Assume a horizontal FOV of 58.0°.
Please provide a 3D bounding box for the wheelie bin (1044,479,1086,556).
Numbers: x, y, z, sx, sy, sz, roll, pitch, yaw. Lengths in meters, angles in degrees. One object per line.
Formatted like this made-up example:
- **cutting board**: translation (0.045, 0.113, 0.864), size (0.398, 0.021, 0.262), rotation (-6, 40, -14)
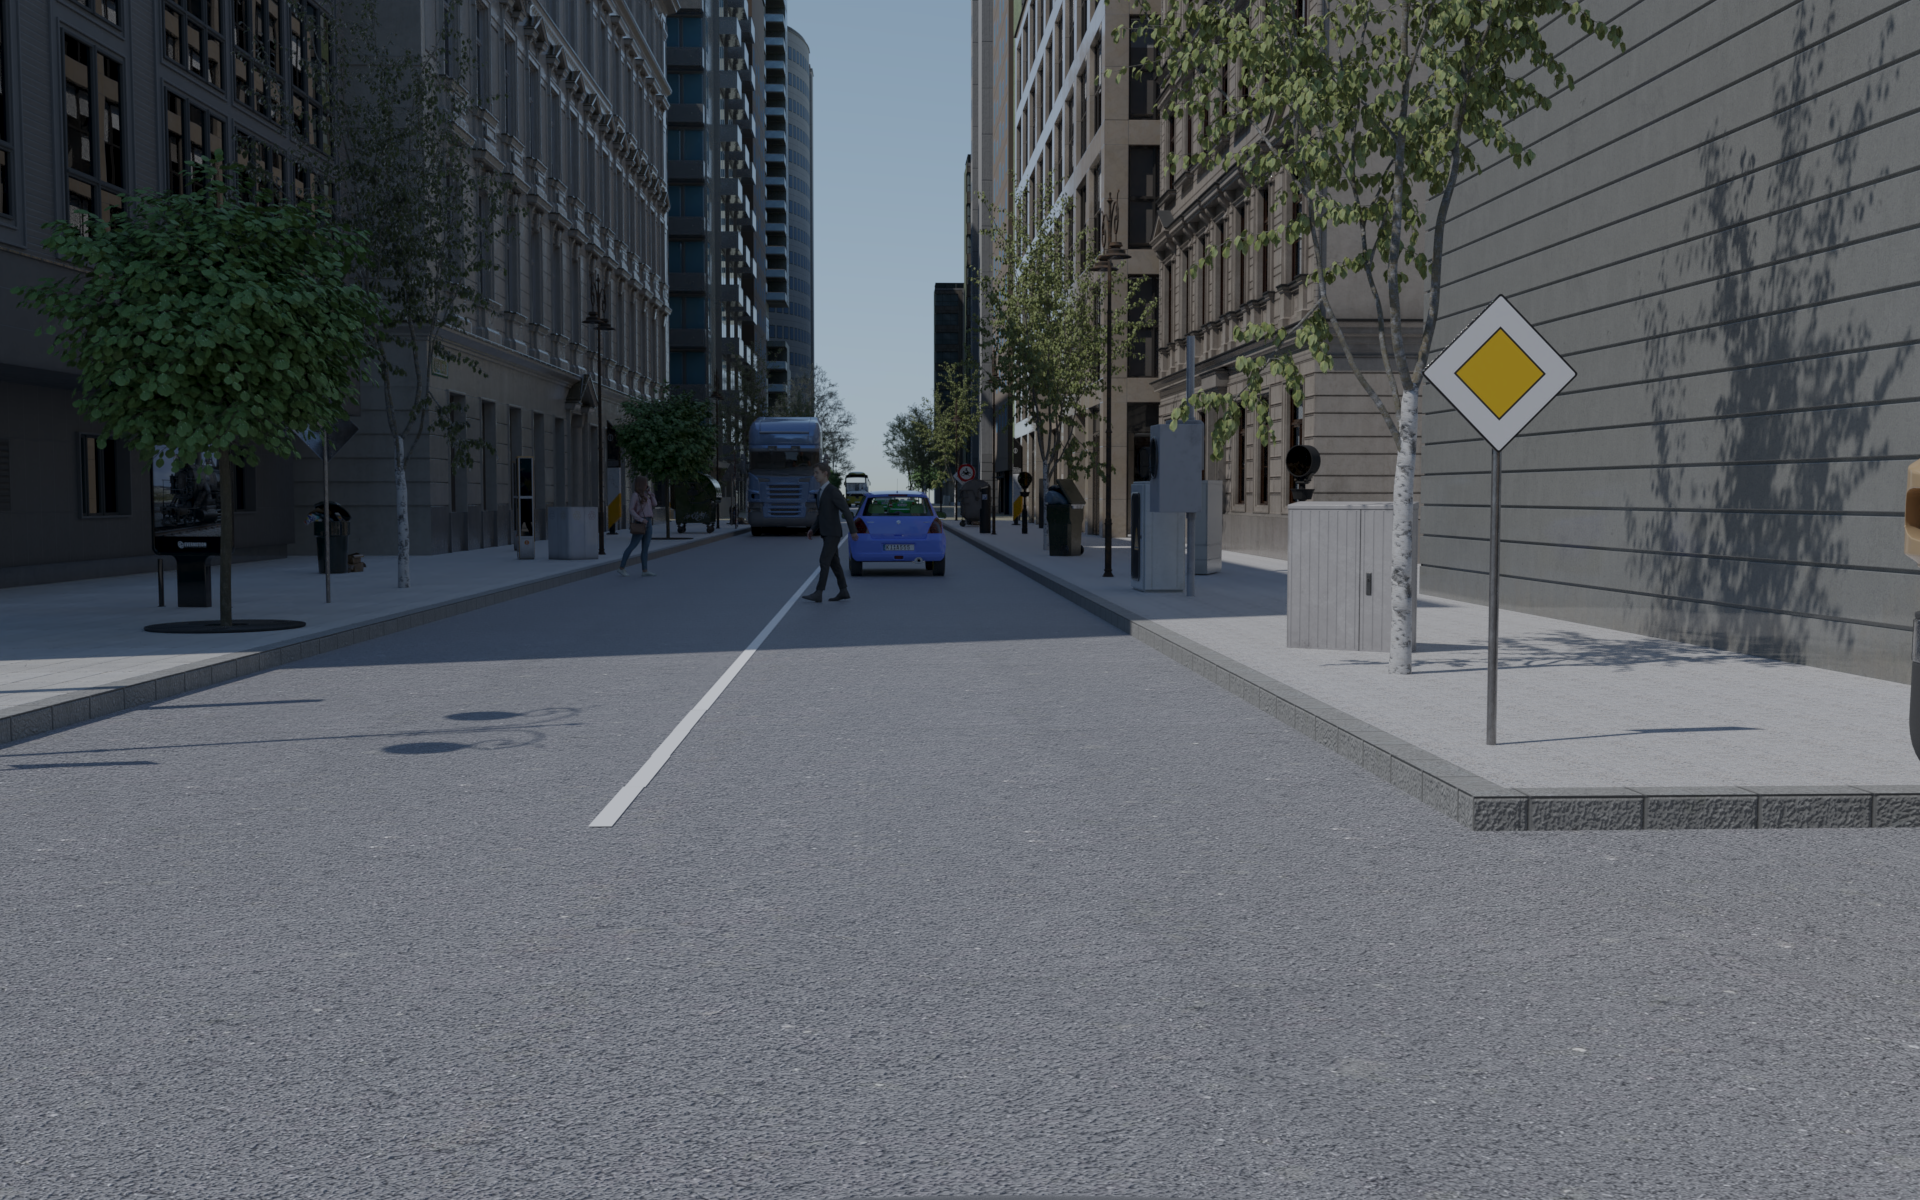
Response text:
- **wheelie bin**: translation (2.153, -1.714, 35.940), size (0.693, 1.594, 0.980), rotation (2, 4, 33)

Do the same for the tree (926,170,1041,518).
- **tree**: translation (2.103, -5.439, 39.294), size (4.737, 8.622, 4.395), rotation (0, 3, 0)

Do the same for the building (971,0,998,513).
- **building**: translation (11.293, -35.868, 128.443), size (21.231, 58.520, 28.212), rotation (0, 4, -3)

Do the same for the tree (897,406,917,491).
- **tree**: translation (-0.431, -8.750, 93.422), size (4.737, 8.622, 4.395), rotation (0, 3, 0)

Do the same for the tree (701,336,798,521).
- **tree**: translation (-9.978, -7.969, 80.654), size (4.360, 8.622, 3.978), rotation (0, 3, 0)

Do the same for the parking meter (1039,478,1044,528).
- **parking meter**: translation (3.079, -3.618, 64.865), size (0.255, 1.863, 0.399), rotation (0, 4, 3)

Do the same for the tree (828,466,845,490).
- **tree**: translation (-15.215, -13.507, 204.547), size (4.285, 4.588, 4.351), rotation (0, 3, 0)

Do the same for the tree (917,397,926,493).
- **tree**: translation (2.173, -5.795, 45.111), size (4.737, 8.622, 4.395), rotation (0, 3, 0)

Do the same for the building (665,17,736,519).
- **building**: translation (-29.019, -24.619, 94.395), size (32.217, 40.220, 23.993), rotation (0, 4, -3)

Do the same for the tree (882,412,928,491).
- **tree**: translation (-6.402, -18.025, 220.461), size (9.928, 11.665, 9.643), rotation (0, 3, 0)

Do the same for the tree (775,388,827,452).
- **tree**: translation (-11.668, -10.417, 120.672), size (4.737, 8.622, 4.395), rotation (0, 3, 0)

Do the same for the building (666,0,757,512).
- **building**: translation (-26.070, -30.694, 121.456), size (23.786, 49.044, 30.456), rotation (0, 4, -3)

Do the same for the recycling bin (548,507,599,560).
- **recycling bin**: translation (-7.601, -1.314, 34.031), size (0.722, 1.027, 0.722), rotation (3, 5, 41)

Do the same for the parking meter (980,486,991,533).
- **parking meter**: translation (0.823, -2.944, 56.547), size (0.372, 1.533, 0.369), rotation (0, 3, 0)

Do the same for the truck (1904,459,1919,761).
- **truck**: translation (8.248, -0.986, 5.031), size (11.283, 4.237, 2.839), rotation (0, 4, -1)

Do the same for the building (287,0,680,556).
- **building**: translation (-19.838, -17.113, 56.210), size (17.030, 29.872, 44.131), rotation (0, 4, -3)

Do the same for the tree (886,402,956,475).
- **tree**: translation (-4.033, -14.786, 176.165), size (7.601, 10.594, 8.767), rotation (-1, 4, -20)

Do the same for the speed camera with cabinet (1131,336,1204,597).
- **speed camera with cabinet**: translation (2.655, -1.719, 22.439), size (0.660, 3.252, 2.038), rotation (0, 4, -4)

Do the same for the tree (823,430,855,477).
- **tree**: translation (-17.840, -18.567, 237.976), size (7.601, 10.594, 8.767), rotation (-3, 5, -44)

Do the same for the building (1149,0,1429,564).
- **building**: translation (10.657, -10.749, 40.371), size (10.561, 19.102, 19.286), rotation (0, 4, -3)

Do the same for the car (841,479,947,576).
- **car**: translation (-1.189, -1.345, 31.586), size (1.945, 1.707, 3.694), rotation (0, 4, -4)

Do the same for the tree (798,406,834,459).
- **tree**: translation (-12.835, -11.933, 145.472), size (4.360, 8.622, 3.978), rotation (0, 3, 0)

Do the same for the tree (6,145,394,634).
- **tree**: translation (-7.086, -1.999, 16.402), size (4.285, 4.588, 4.351), rotation (0, 3, 0)

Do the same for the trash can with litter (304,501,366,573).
- **trash can with litter**: translation (-10.163, -1.031, 28.245), size (0.624, 1.170, 1.055), rotation (0, 4, 7)

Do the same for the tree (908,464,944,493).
- **tree**: translation (-3.285, -11.227, 167.279), size (4.285, 4.588, 4.351), rotation (0, 3, 0)

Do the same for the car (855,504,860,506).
- **car**: translation (-11.483, -11.852, 203.558), size (2.009, 1.686, 4.222), rotation (0, 4, -4)

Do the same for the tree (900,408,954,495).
- **tree**: translation (-2.777, -11.971, 146.085), size (4.360, 8.622, 3.978), rotation (0, 3, 0)

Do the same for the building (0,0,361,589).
- **building**: translation (-18.275, -13.962, 21.789), size (14.314, 27.812, 24.014), rotation (0, 4, -3)

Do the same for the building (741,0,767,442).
- **building**: translation (-23.570, -30.207, 143.988), size (14.600, 45.320, 14.200), rotation (0, 4, -3)

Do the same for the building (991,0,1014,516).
- **building**: translation (9.374, -27.979, 107.574), size (14.600, 45.320, 14.200), rotation (0, 4, -3)

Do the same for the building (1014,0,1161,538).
- **building**: translation (13.006, -16.070, 67.262), size (19.350, 26.468, 34.151), rotation (0, 4, -3)

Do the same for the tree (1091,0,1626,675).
- **tree**: translation (3.085, -3.790, 12.336), size (4.737, 8.622, 4.395), rotation (0, 3, 0)

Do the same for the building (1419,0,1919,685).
- **building**: translation (20.859, -14.618, 16.494), size (29.804, 29.767, 11.434), rotation (0, 4, -3)

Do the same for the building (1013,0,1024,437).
- **building**: translation (9.766, -25.076, 93.586), size (14.154, 41.232, 14.086), rotation (0, 4, -3)

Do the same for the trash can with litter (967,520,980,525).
- **trash can with litter**: translation (0.620, -3.658, 71.198), size (0.624, 1.170, 1.055), rotation (-1, 4, -19)

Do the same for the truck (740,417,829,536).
- **truck**: translation (-6.317, -4.689, 66.423), size (2.967, 4.110, 18.799), rotation (0, 4, -3)

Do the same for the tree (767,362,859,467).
- **tree**: translation (-14.038, -15.251, 159.722), size (12.009, 13.543, 11.850), rotation (0, 3, 0)

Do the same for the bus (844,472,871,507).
- **bus**: translation (-11.530, -12.312, 192.855), size (2.896, 3.916, 12.252), rotation (0, 4, -4)

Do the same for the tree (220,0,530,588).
- **tree**: translation (-7.654, -4.457, 23.238), size (4.360, 8.622, 3.978), rotation (0, 3, 0)

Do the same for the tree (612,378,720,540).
- **tree**: translation (-8.287, -4.006, 49.219), size (4.285, 4.588, 4.351), rotation (0, 3, 0)
